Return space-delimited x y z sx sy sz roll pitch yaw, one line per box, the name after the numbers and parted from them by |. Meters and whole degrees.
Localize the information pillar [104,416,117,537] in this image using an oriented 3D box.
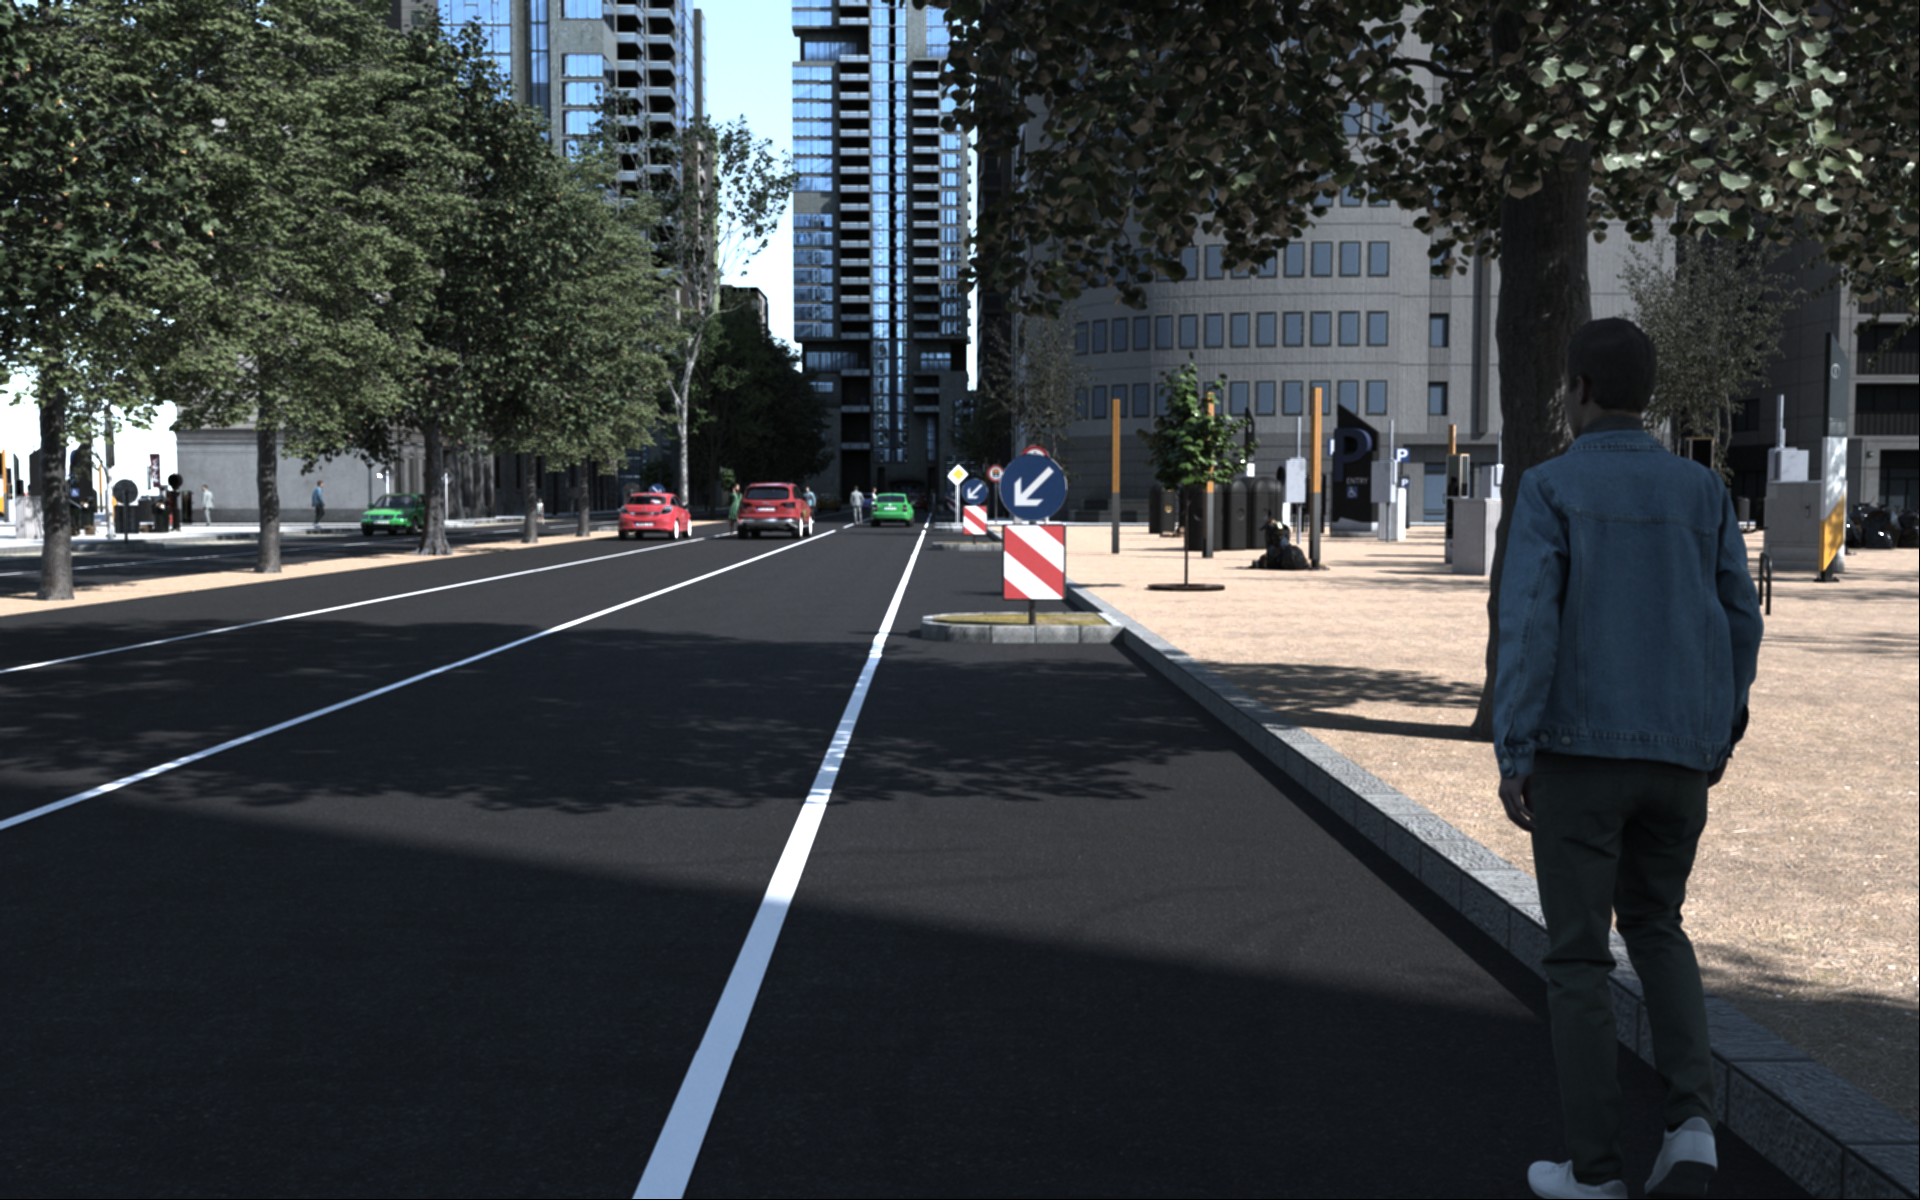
-25.327 -3.686 51.623 0.504 3.616 0.183 3 5 41 | information pillar

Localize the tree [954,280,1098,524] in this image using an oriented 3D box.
2.806 -6.615 58.522 4.360 8.622 3.978 0 3 0 | tree

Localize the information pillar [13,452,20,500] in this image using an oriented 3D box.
-52.892 -6.468 97.113 0.504 3.616 0.183 2 4 32 | information pillar

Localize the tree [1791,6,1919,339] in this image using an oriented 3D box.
12.441 -4.327 21.105 4.360 8.622 3.978 0 3 0 | tree

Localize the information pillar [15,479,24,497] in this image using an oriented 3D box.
-47.075 -5.032 86.757 0.304 2.012 0.304 -1 4 -10 | information pillar

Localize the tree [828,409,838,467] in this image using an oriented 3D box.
-13.931 -12.709 127.262 9.611 12.733 9.660 0 3 0 | tree

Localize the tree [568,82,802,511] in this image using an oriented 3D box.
-14.042 -13.593 80.591 12.611 20.169 13.585 0 3 0 | tree

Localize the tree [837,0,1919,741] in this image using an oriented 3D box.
2.976 -6.235 8.590 9.857 13.997 8.962 0 3 0 | tree

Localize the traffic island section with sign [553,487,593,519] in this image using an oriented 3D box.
-22.234 -5.565 99.613 1.989 1.847 2.006 0 4 -1 | traffic island section with sign

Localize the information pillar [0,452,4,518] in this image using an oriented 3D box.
-52.853 -6.356 95.283 0.504 3.616 0.183 -1 4 -12 | information pillar

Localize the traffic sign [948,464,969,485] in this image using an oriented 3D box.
-0.042 -3.976 67.205 0.795 2.593 0.064 0 4 -1 | traffic sign

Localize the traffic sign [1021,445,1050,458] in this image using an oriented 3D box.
1.946 -2.740 44.908 0.768 2.556 0.104 0 4 7 | traffic sign

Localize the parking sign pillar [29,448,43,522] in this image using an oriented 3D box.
-42.528 -5.629 80.502 1.447 3.967 1.447 -2 4 -30 | parking sign pillar

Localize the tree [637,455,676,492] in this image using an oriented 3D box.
-25.691 -9.976 146.825 4.285 4.588 4.351 0 3 0 | tree

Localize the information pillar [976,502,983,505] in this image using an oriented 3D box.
1.174 -6.133 104.761 0.304 2.012 0.304 -3 5 -45 | information pillar

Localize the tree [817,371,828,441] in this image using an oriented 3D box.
-13.404 -12.114 118.640 7.486 12.596 7.792 0 3 0 | tree

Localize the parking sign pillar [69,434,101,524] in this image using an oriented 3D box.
-37.772 -5.258 74.447 1.447 3.967 1.447 0 4 -3 | parking sign pillar

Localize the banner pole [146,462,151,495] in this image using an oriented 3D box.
-63.024 -8.839 134.538 0.863 3.779 0.401 3 4 38 | banner pole

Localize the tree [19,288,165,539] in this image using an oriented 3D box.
-24.327 -6.022 48.830 4.360 8.622 3.978 0 3 0 | tree

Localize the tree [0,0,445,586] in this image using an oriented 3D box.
-12.608 -6.776 31.366 7.486 12.596 7.792 0 3 0 | tree

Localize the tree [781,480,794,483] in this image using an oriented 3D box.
-13.834 -11.573 142.040 4.360 8.622 3.978 0 3 0 | tree

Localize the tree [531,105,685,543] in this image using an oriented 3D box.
-12.587 -7.937 50.357 7.486 12.596 7.792 0 3 0 | tree

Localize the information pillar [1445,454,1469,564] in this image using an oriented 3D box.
9.151 -1.676 31.896 0.304 2.012 0.304 -3 5 -44 | information pillar

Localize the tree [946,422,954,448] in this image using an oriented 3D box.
1.457 -10.038 114.482 4.360 8.622 3.978 0 3 0 | tree

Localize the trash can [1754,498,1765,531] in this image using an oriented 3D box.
28.323 -3.013 60.923 0.748 1.137 0.748 0 3 0 | trash can

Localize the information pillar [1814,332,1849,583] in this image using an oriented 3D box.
12.705 -2.069 25.188 0.504 3.616 0.183 -2 4 -32 | information pillar

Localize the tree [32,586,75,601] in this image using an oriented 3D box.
-12.293 -6.288 23.397 7.486 12.596 7.792 0 3 0 | tree

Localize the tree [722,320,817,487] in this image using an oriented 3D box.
-13.526 -11.626 110.663 7.486 12.596 7.792 0 3 0 | tree

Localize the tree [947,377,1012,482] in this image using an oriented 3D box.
1.463 -9.634 107.878 4.737 8.622 4.395 0 3 0 | tree

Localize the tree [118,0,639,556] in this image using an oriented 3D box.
-12.323 -7.392 40.331 9.611 12.733 9.660 0 3 0 | tree

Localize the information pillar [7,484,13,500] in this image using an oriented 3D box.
-68.104 -7.319 124.154 0.304 2.012 0.304 2 4 26 | information pillar

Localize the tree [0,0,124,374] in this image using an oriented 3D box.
-11.996 -5.829 14.764 9.611 12.733 9.660 0 3 0 | tree

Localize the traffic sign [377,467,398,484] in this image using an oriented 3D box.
-22.135 -3.961 66.956 0.795 2.593 0.064 0 4 -1 | traffic sign

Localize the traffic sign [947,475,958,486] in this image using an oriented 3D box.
-0.140 -4.465 75.190 0.795 2.593 0.064 0 4 -1 | traffic sign

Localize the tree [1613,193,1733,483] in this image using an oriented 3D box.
17.654 -5.529 40.769 4.360 8.622 3.978 0 3 0 | tree

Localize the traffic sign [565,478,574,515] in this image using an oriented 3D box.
-24.302 -6.467 107.871 0.606 2.300 0.079 1 4 8 | traffic sign

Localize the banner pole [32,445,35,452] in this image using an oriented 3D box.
-47.342 -6.057 89.051 0.401 3.779 0.863 2 4 35 | banner pole

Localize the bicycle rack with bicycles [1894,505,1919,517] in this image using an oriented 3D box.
30.664 -2.564 55.303 2.925 0.926 2.852 0 4 6 | bicycle rack with bicycles

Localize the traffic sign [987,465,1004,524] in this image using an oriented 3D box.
1.561 -4.583 75.041 0.768 2.556 0.104 0 4 7 | traffic sign

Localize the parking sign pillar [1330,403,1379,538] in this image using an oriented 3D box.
11.641 -3.823 50.976 1.447 3.967 1.447 3 5 40 | parking sign pillar

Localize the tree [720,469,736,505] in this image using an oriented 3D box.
-26.631 -13.239 200.175 4.285 4.588 4.351 0 3 0 | tree

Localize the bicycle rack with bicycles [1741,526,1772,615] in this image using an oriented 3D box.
7.914 -0.369 19.410 2.852 0.926 2.925 2 4 24 | bicycle rack with bicycles

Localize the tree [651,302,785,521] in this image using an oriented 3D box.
-13.145 -10.031 92.211 9.928 11.665 9.643 0 3 0 | tree

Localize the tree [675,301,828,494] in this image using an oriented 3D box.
-13.081 -11.166 102.031 9.611 12.733 9.660 0 3 0 | tree

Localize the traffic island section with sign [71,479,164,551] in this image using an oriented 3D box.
-21.555 -2.179 44.257 1.989 1.847 2.006 0 4 -1 | traffic island section with sign

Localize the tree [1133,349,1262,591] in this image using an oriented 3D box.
3.026 -1.743 23.105 1.663 3.219 1.824 0 3 0 | tree

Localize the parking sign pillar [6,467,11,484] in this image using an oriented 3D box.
-74.934 -9.000 135.622 1.447 3.967 1.447 1 4 21 | parking sign pillar

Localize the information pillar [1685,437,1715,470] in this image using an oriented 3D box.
9.555 -1.097 22.428 0.304 2.012 0.304 1 4 13 | information pillar

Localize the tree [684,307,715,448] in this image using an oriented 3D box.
-12.692 -8.400 57.927 7.486 12.596 7.792 0 3 0 | tree

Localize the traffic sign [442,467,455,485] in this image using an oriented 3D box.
-22.233 -4.450 74.941 0.795 2.593 0.064 0 4 -1 | traffic sign

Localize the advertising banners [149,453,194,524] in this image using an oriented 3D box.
-33.852 -4.780 74.344 2.074 3.025 0.090 1 4 12 | advertising banners

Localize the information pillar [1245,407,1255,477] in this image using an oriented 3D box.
7.845 -3.402 46.978 0.183 3.616 0.504 2 4 32 | information pillar

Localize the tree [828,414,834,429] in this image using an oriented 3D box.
-13.779 -13.169 135.901 7.486 12.596 7.792 0 3 0 | tree

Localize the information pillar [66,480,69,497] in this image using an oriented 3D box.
-47.196 -5.341 91.817 0.304 2.012 0.304 3 5 43 | information pillar
